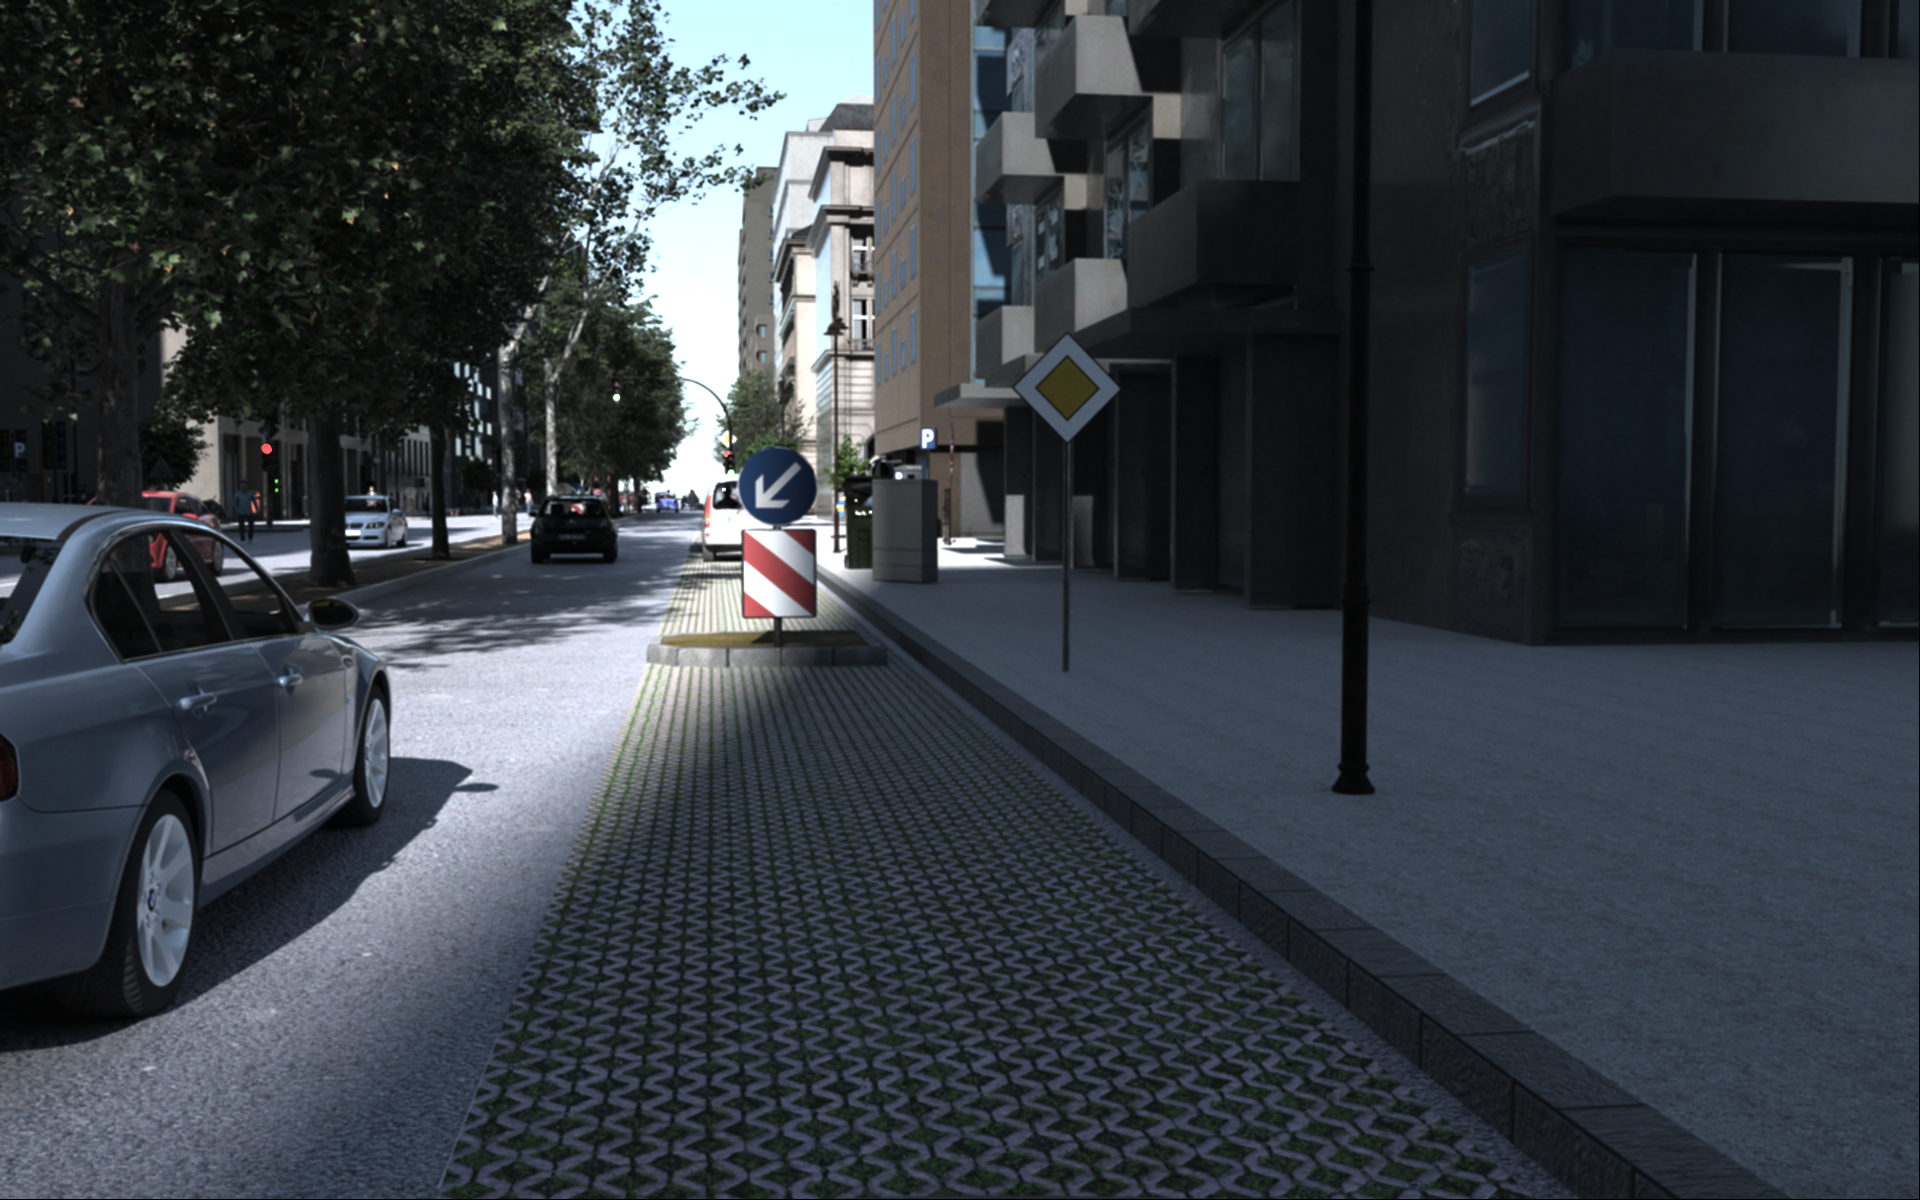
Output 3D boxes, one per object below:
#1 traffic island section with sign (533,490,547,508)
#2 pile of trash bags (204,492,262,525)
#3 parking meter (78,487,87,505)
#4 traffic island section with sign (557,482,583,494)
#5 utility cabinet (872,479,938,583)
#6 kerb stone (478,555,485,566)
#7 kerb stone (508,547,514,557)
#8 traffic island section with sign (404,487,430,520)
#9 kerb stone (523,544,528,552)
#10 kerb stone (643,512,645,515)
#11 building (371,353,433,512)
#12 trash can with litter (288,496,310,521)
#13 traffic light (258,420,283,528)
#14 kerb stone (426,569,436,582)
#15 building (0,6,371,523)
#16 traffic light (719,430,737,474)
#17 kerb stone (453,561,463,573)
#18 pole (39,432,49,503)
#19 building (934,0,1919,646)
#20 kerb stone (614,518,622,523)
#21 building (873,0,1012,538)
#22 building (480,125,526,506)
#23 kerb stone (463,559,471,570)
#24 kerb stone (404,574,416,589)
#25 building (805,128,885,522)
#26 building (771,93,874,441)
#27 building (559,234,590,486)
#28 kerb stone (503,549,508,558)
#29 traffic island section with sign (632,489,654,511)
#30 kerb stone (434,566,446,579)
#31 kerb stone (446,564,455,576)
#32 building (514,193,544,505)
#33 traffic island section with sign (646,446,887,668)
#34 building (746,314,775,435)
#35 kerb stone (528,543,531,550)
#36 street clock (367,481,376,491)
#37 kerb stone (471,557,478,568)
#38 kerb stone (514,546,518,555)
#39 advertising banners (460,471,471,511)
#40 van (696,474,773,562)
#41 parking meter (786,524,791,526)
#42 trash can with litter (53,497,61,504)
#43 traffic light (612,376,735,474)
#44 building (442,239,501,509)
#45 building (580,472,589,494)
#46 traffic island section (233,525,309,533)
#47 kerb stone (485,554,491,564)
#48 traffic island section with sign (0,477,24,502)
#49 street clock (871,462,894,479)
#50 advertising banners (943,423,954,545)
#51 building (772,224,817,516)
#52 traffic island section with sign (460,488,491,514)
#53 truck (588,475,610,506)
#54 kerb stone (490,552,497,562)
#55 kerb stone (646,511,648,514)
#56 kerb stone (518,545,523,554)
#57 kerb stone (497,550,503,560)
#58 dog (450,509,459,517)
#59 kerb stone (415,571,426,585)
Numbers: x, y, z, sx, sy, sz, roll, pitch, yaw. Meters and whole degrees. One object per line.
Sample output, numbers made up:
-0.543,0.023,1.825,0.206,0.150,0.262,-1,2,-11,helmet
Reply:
-41.362,-9.999,172.105,1.989,1.847,2.006,-1,4,-8,traffic island section with sign
-31.321,-3.874,73.091,3.447,1.369,1.912,-2,4,-29,pile of trash bags
-30.621,-3.175,60.317,0.372,1.533,0.369,0,3,0,parking meter
-16.478,-4.061,74.538,2.006,1.907,1.989,-1,4,-8,traffic island section with sign
-0.798,-1.012,25.220,0.318,1.500,1.173,-3,5,-40,utility cabinet
-9.680,-0.761,34.642,0.120,0.150,1.000,-1,4,-8,kerb stone
-10.410,-1.071,39.714,0.120,0.150,1.000,-1,4,-8,kerb stone
-30.450,-5.338,95.902,1.989,1.847,2.006,-1,4,-8,traffic island section with sign
-10.845,-1.257,42.753,0.120,0.150,1.000,-1,4,-8,kerb stone
-21.234,-5.694,115.305,0.120,0.150,1.000,-1,4,-8,kerb stone
-46.551,-17.646,121.789,16.112,22.955,30.059,-1,4,-8,building
-31.572,-4.487,84.420,2.233,1.210,1.678,-1,4,-22,trash can with litter
-26.029,-4.673,65.320,0.839,4.253,0.868,-1,4,-8,traffic light
-8.823,-0.389,28.551,0.120,0.150,1.000,-1,4,-8,kerb stone
-43.951,-17.441,89.682,19.350,26.468,34.151,-1,4,-8,building
-10.126,-5.306,75.673,0.839,4.253,0.868,-1,4,-8,traffic light
-9.248,-0.575,31.600,0.120,0.150,1.000,-1,4,-8,kerb stone
-29.959,-3.842,56.660,0.158,3.312,0.155,0,3,0,pole
12.421,-24.929,27.196,23.786,49.044,30.456,-1,4,-8,building
-17.173,-3.951,86.887,0.120,0.150,1.000,-1,4,-8,kerb stone
4.676,-24.875,56.818,14.600,45.320,14.200,-1,4,-8,building
-62.738,-36.666,188.727,28.713,52.752,27.495,-1,4,-8,building
-9.391,-0.637,32.612,0.120,0.150,1.000,-1,4,-8,kerb stone
-8.522,-0.262,26.529,0.120,0.150,1.000,-1,4,-8,kerb stone
4.741,-14.931,85.914,24.055,21.916,13.314,-1,4,-8,building
-8.712,-21.953,136.417,11.434,29.767,29.804,-1,4,-8,building
-70.915,-39.492,295.796,14.600,45.320,14.200,-1,4,-8,building
-10.267,-1.010,38.701,0.120,0.150,1.000,-1,4,-8,kerb stone
-27.145,-8.611,148.918,2.006,1.907,1.989,-1,4,-8,traffic island section with sign
-8.961,-0.451,29.567,0.120,0.150,1.000,-1,4,-8,kerb stone
-9.102,-0.507,30.583,0.120,0.150,1.000,-1,4,-8,kerb stone
-58.625,-32.235,210.629,14.154,41.232,14.086,-1,4,-8,building
-1.728,-0.400,15.160,1.989,1.847,2.006,-1,4,-8,traffic island section with sign
-11.875,-22.411,211.463,27.650,21.520,28.899,-1,4,-8,building
-10.991,-1.316,43.765,0.120,0.150,1.000,-1,4,-8,kerb stone
-32.297,-5.534,95.056,0.471,2.002,0.358,2,4,28,street clock
-9.545,-0.699,33.628,0.120,0.150,1.000,-1,4,-8,kerb stone
-10.563,-1.128,40.725,0.120,0.150,1.000,-1,4,-8,kerb stone
-37.386,-8.241,130.935,0.090,3.025,2.074,0,4,4,advertising banners
-4.749,-1.875,37.675,2.013,2.044,4.112,0,4,-7,van
-6.905,-3.867,68.941,0.255,1.863,0.399,0,4,6,parking meter
-32.525,-3.108,62.204,0.624,1.170,1.055,0,4,-4,trash can with litter
-11.051,-5.668,67.332,4.771,5.953,1.251,-1,4,-8,traffic light
-55.939,-33.035,159.733,23.786,49.044,30.456,-1,4,-8,building
-68.332,-31.232,282.347,14.160,30.474,14.107,-1,4,-8,building
-26.070,-2.640,65.449,2.009,0.180,2.903,-1,4,-8,traffic island section
-9.832,-0.823,35.653,0.120,0.150,1.000,-1,4,-8,kerb stone
-22.538,-1.964,40.733,1.989,1.847,2.006,-1,4,-8,traffic island section with sign
-1.735,-2.109,39.050,0.471,2.002,0.358,1,4,23,street clock
-0.294,-2.904,43.676,0.090,3.025,2.074,0,4,-6,advertising banners
-6.515,-15.147,112.274,10.561,19.102,19.286,-1,4,-8,building
-34.276,-6.970,122.585,1.989,1.847,2.006,-1,4,-8,traffic island section with sign
-43.330,-13.475,209.236,2.839,4.237,11.283,-1,4,-10,truck
-9.981,-0.880,36.664,0.120,0.150,1.000,-1,4,-8,kerb stone
-21.970,-6.005,120.380,0.120,0.150,1.000,-1,4,-8,kerb stone
-10.702,-1.195,41.738,0.120,0.150,1.000,-1,4,-8,kerb stone
-10.125,-0.947,37.683,0.120,0.150,1.000,-1,4,-8,kerb stone
-31.096,-5.336,106.530,0.540,0.507,0.406,-1,4,-19,dog
-8.674,-0.327,27.540,0.120,0.150,1.000,-1,4,-8,kerb stone
